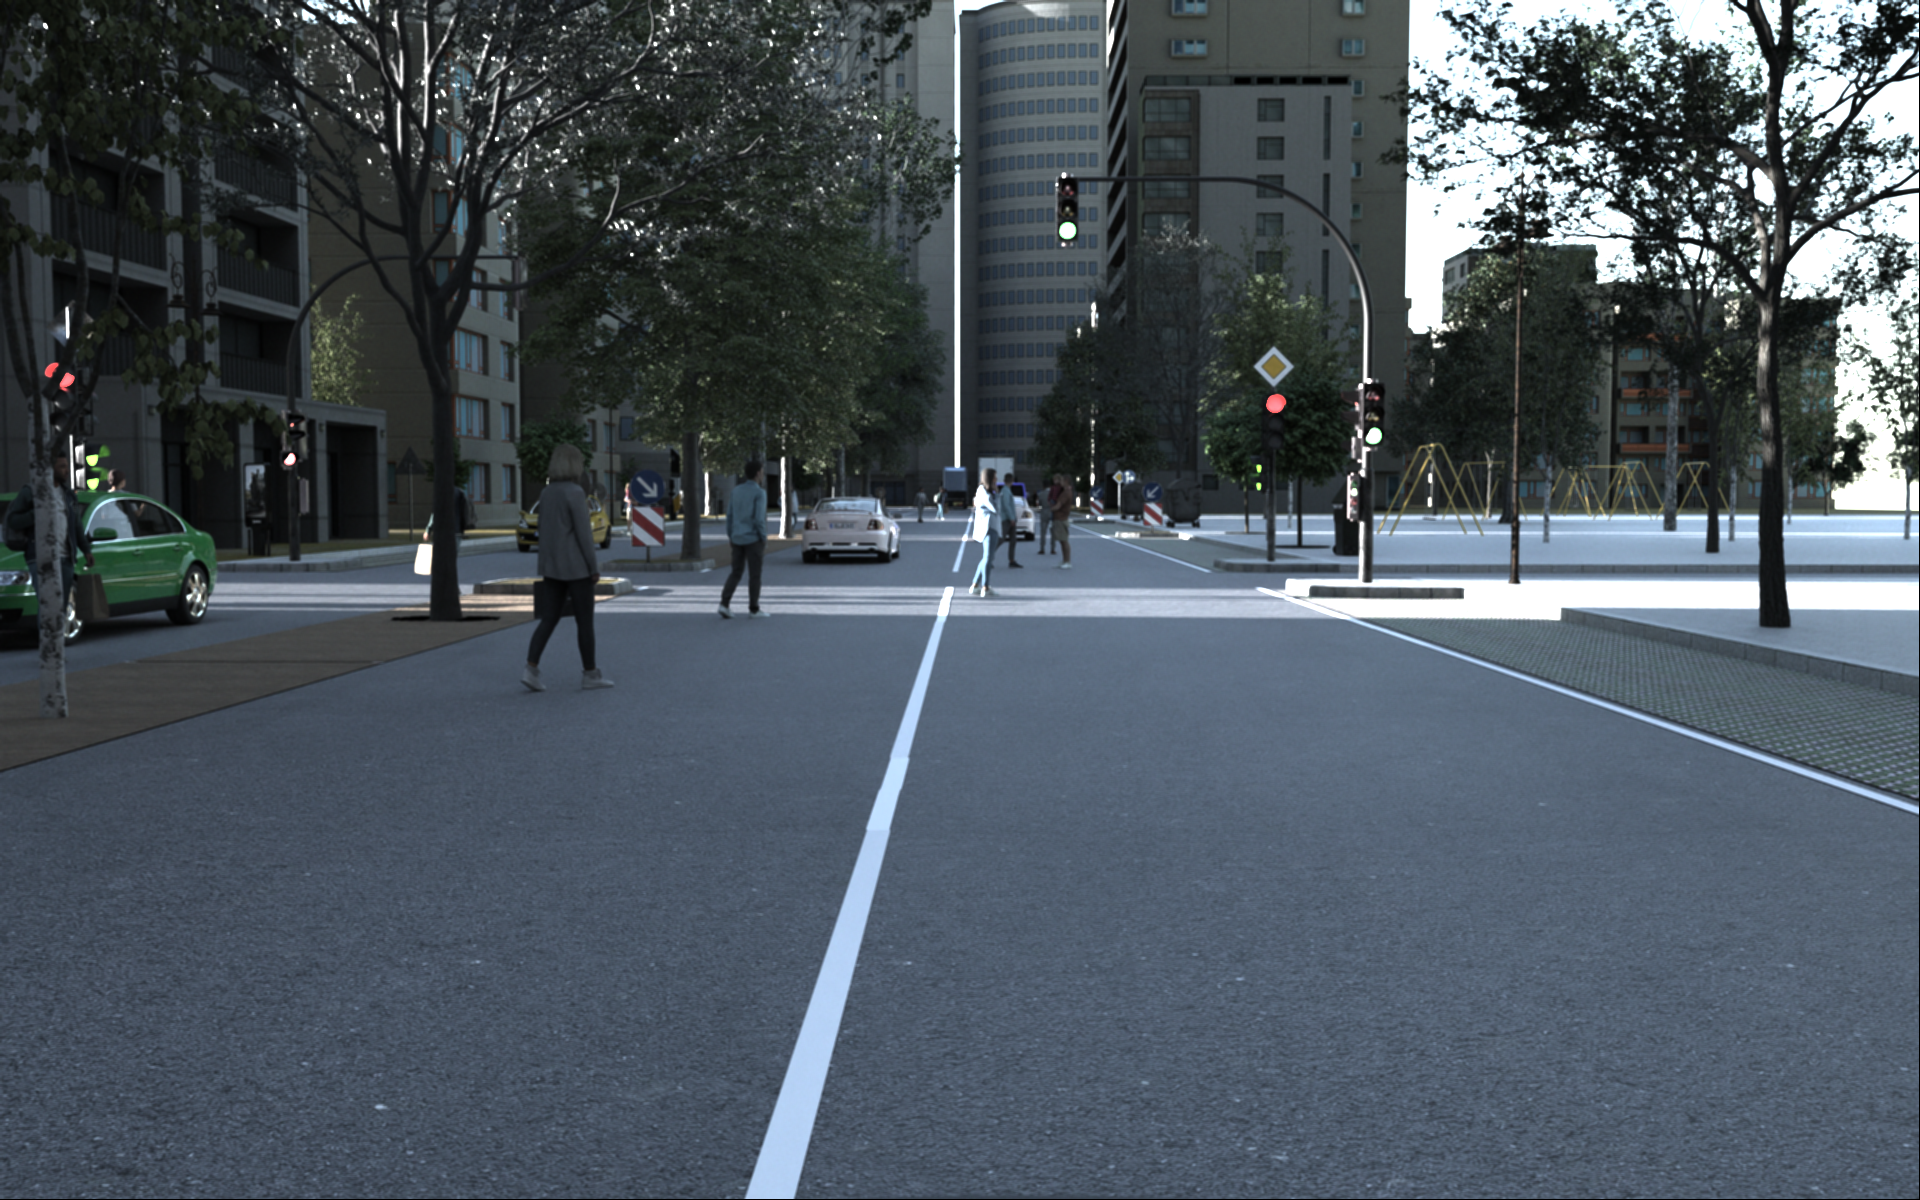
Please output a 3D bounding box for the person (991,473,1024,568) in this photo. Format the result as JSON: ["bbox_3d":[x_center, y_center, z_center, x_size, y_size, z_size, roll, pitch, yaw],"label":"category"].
[{"bbox_3d":[0.860,-1.545,33.627,0.748,1.841,0.638,1,4,14],"label":"person"}]

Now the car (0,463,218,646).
[{"bbox_3d":[-9.259,-0.542,17.653,1.959,1.807,4.718,0,4,0],"label":"car"}]

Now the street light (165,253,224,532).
[{"bbox_3d":[-14.722,-3.710,33.449,0.468,5.910,1.993,0,4,1],"label":"street light"}]

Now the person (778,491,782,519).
[{"bbox_3d":[-8.722,-4.599,85.509,0.589,1.601,0.330,0,4,7],"label":"person"}]

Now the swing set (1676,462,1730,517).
[{"bbox_3d":[36.486,-5.400,85.912,2.862,2.851,3.119,0,4,5],"label":"swing set"}]

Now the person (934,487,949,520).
[{"bbox_3d":[-0.996,-5.301,95.150,0.713,1.824,0.794,2,4,31],"label":"person"}]

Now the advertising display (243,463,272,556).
[{"bbox_3d":[-14.543,-1.876,35.885,0.974,1.923,0.123,3,5,42],"label":"advertising display"}]

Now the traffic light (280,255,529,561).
[{"bbox_3d":[-10.648,-3.575,33.121,4.771,5.953,1.251,0,4,1],"label":"traffic light"}]

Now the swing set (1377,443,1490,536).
[{"bbox_3d":[14.822,-3.484,54.584,2.862,2.851,3.119,0,4,6],"label":"swing set"}]

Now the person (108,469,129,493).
[{"bbox_3d":[-11.069,-0.849,22.957,0.480,1.755,0.524,0,4,-1],"label":"person"}]

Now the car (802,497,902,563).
[{"bbox_3d":[-2.323,-1.537,37.491,2.083,1.381,4.827,0,4,2],"label":"car"}]

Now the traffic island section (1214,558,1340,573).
[{"bbox_3d":[5.960,-0.658,33.041,2.009,0.180,2.903,0,4,1],"label":"traffic island section"}]

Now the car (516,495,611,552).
[{"bbox_3d":[-10.121,-2.085,44.313,2.015,1.641,3.980,0,4,1],"label":"car"}]

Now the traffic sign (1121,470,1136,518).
[{"bbox_3d":[8.856,-5.563,91.053,0.768,2.556,0.104,0,4,5],"label":"traffic sign"}]

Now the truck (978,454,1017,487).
[{"bbox_3d":[2.755,-8.481,127.585,2.839,4.237,11.283,0,4,2],"label":"truck"}]

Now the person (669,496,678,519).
[{"bbox_3d":[-14.751,-5.050,89.443,0.563,1.720,0.643,-2,4,-30],"label":"person"}]

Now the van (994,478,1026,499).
[{"bbox_3d":[2.695,-5.719,97.886,2.240,2.365,5.245,0,4,-1],"label":"van"}]

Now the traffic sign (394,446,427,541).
[{"bbox_3d":[-14.919,-2.877,47.036,0.884,2.594,0.081,0,4,1],"label":"traffic sign"}]

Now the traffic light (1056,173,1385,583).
[{"bbox_3d":[3.743,-3.068,24.823,4.771,5.953,1.251,0,4,1],"label":"traffic light"}]

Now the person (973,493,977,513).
[{"bbox_3d":[0.995,-4.985,92.600,0.503,1.515,0.523,-2,4,-25],"label":"person"}]

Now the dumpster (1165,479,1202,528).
[{"bbox_3d":[8.546,-3.688,66.059,1.264,1.857,1.865,0,4,1],"label":"dumpster"}]

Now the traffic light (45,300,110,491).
[{"bbox_3d":[-12.825,-2.214,25.123,0.839,4.253,0.868,0,4,1],"label":"traffic light"}]

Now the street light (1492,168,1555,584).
[{"bbox_3d":[7.919,-3.166,24.557,0.468,5.910,1.993,0,4,1],"label":"street light"}]

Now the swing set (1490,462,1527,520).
[{"bbox_3d":[25.864,-5.347,85.046,2.862,2.851,3.119,-2,4,-25],"label":"swing set"}]

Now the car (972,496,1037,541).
[{"bbox_3d":[1.408,-2.583,54.587,2.083,1.381,4.827,0,4,1],"label":"car"}]

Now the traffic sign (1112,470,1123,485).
[{"bbox_3d":[8.769,-5.833,95.105,0.795,2.593,0.064,0,4,3],"label":"traffic sign"}]

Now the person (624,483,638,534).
[{"bbox_3d":[-11.582,-3.219,61.107,0.573,1.828,0.580,2,4,28],"label":"person"}]

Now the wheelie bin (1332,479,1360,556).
[{"bbox_3d":[8.186,-1.730,36.186,0.693,1.594,0.980,-1,4,-10],"label":"wheelie bin"}]

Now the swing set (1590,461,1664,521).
[{"bbox_3d":[32.745,-5.308,84.407,2.862,2.851,3.119,0,4,6],"label":"swing set"}]

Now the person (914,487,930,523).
[{"bbox_3d":[-1.961,-4.796,87.188,0.678,1.792,0.850,-2,4,-28],"label":"person"}]

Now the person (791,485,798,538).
[{"bbox_3d":[-5.524,-2.928,56.631,0.793,1.790,0.793,0,4,3],"label":"person"}]

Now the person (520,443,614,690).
[{"bbox_3d":[-2.945,-0.246,12.708,0.709,1.800,0.728,3,5,43],"label":"person"}]

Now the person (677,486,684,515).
[{"bbox_3d":[-17.002,-6.073,105.602,0.678,1.792,0.850,3,5,45],"label":"person"}]

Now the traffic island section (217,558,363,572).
[{"bbox_3d":[-12.781,-0.670,33.243,2.009,0.180,2.903,0,4,1],"label":"traffic island section"}]

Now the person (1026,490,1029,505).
[{"bbox_3d":[6.615,-10.063,172.902,0.709,1.838,0.599,-3,5,-44],"label":"person"}]

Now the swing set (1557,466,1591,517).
[{"bbox_3d":[35.650,-6.054,96.601,3.119,2.851,2.862,-1,4,-10],"label":"swing set"}]

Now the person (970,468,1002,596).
[{"bbox_3d":[0.369,-0.953,24.354,0.793,1.790,0.793,-3,4,-36],"label":"person"}]

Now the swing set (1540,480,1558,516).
[{"bbox_3d":[35.722,-6.307,100.738,2.862,2.851,3.119,3,4,38],"label":"swing set"}]

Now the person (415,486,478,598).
[{"bbox_3d":[-6.910,-0.903,23.242,0.713,1.824,0.794,3,5,42],"label":"person"}]

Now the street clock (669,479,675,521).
[{"bbox_3d":[-13.934,-4.844,83.775,0.358,2.002,0.471,-1,4,-8],"label":"street clock"}]

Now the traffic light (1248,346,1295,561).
[{"bbox_3d":[5.920,-2.692,32.927,0.839,4.253,0.868,0,4,1],"label":"traffic light"}]

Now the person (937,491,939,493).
[{"bbox_3d":[-2.345,-10.411,179.448,0.721,1.735,1.217,1,4,10],"label":"person"}]

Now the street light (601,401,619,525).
[{"bbox_3d":[-14.399,-6.036,71.478,0.468,5.910,1.993,0,4,1],"label":"street light"}]

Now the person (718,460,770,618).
[{"bbox_3d":[-2.504,-0.702,20.002,0.660,1.820,0.620,2,4,35],"label":"person"}]

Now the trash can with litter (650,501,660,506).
[{"bbox_3d":[-14.306,-4.269,81.180,0.624,1.170,1.055,1,4,13],"label":"trash can with litter"}]

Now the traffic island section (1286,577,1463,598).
[{"bbox_3d":[5.875,-0.170,25.056,2.009,0.180,2.903,0,4,1],"label":"traffic island section"}]

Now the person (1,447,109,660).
[{"bbox_3d":[-7.616,-0.376,14.634,0.713,1.824,0.794,3,5,43],"label":"person"}]

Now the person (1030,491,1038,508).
[{"bbox_3d":[6.645,-8.950,155.346,0.721,1.766,1.217,-2,4,-33],"label":"person"}]

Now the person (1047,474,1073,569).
[{"bbox_3d":[1.965,-1.531,33.512,0.580,1.828,0.573,3,4,37],"label":"person"}]

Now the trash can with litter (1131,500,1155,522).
[{"bbox_3d":[8.522,-4.238,80.686,1.055,1.170,0.624,0,4,-4],"label":"trash can with litter"}]

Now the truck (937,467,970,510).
[{"bbox_3d":[-0.635,-10.773,165.889,2.967,4.110,18.799,0,4,1],"label":"truck"}]

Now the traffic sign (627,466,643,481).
[{"bbox_3d":[-14.508,-4.735,77.518,0.768,2.556,0.104,0,4,1],"label":"traffic sign"}]

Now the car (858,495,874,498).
[{"bbox_3d":[-8.290,-8.507,151.447,2.083,1.381,4.827,0,4,-1],"label":"car"}]

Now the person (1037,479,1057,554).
[{"bbox_3d":[2.103,-2.007,41.494,0.511,1.800,0.466,-1,4,-14],"label":"person"}]

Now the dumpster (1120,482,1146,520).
[{"bbox_3d":[8.727,-4.961,86.878,1.264,1.857,1.865,0,4,0],"label":"dumpster"}]

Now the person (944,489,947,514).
[{"bbox_3d":[-1.114,-7.279,127.499,0.705,1.826,1.348,0,4,-7],"label":"person"}]
